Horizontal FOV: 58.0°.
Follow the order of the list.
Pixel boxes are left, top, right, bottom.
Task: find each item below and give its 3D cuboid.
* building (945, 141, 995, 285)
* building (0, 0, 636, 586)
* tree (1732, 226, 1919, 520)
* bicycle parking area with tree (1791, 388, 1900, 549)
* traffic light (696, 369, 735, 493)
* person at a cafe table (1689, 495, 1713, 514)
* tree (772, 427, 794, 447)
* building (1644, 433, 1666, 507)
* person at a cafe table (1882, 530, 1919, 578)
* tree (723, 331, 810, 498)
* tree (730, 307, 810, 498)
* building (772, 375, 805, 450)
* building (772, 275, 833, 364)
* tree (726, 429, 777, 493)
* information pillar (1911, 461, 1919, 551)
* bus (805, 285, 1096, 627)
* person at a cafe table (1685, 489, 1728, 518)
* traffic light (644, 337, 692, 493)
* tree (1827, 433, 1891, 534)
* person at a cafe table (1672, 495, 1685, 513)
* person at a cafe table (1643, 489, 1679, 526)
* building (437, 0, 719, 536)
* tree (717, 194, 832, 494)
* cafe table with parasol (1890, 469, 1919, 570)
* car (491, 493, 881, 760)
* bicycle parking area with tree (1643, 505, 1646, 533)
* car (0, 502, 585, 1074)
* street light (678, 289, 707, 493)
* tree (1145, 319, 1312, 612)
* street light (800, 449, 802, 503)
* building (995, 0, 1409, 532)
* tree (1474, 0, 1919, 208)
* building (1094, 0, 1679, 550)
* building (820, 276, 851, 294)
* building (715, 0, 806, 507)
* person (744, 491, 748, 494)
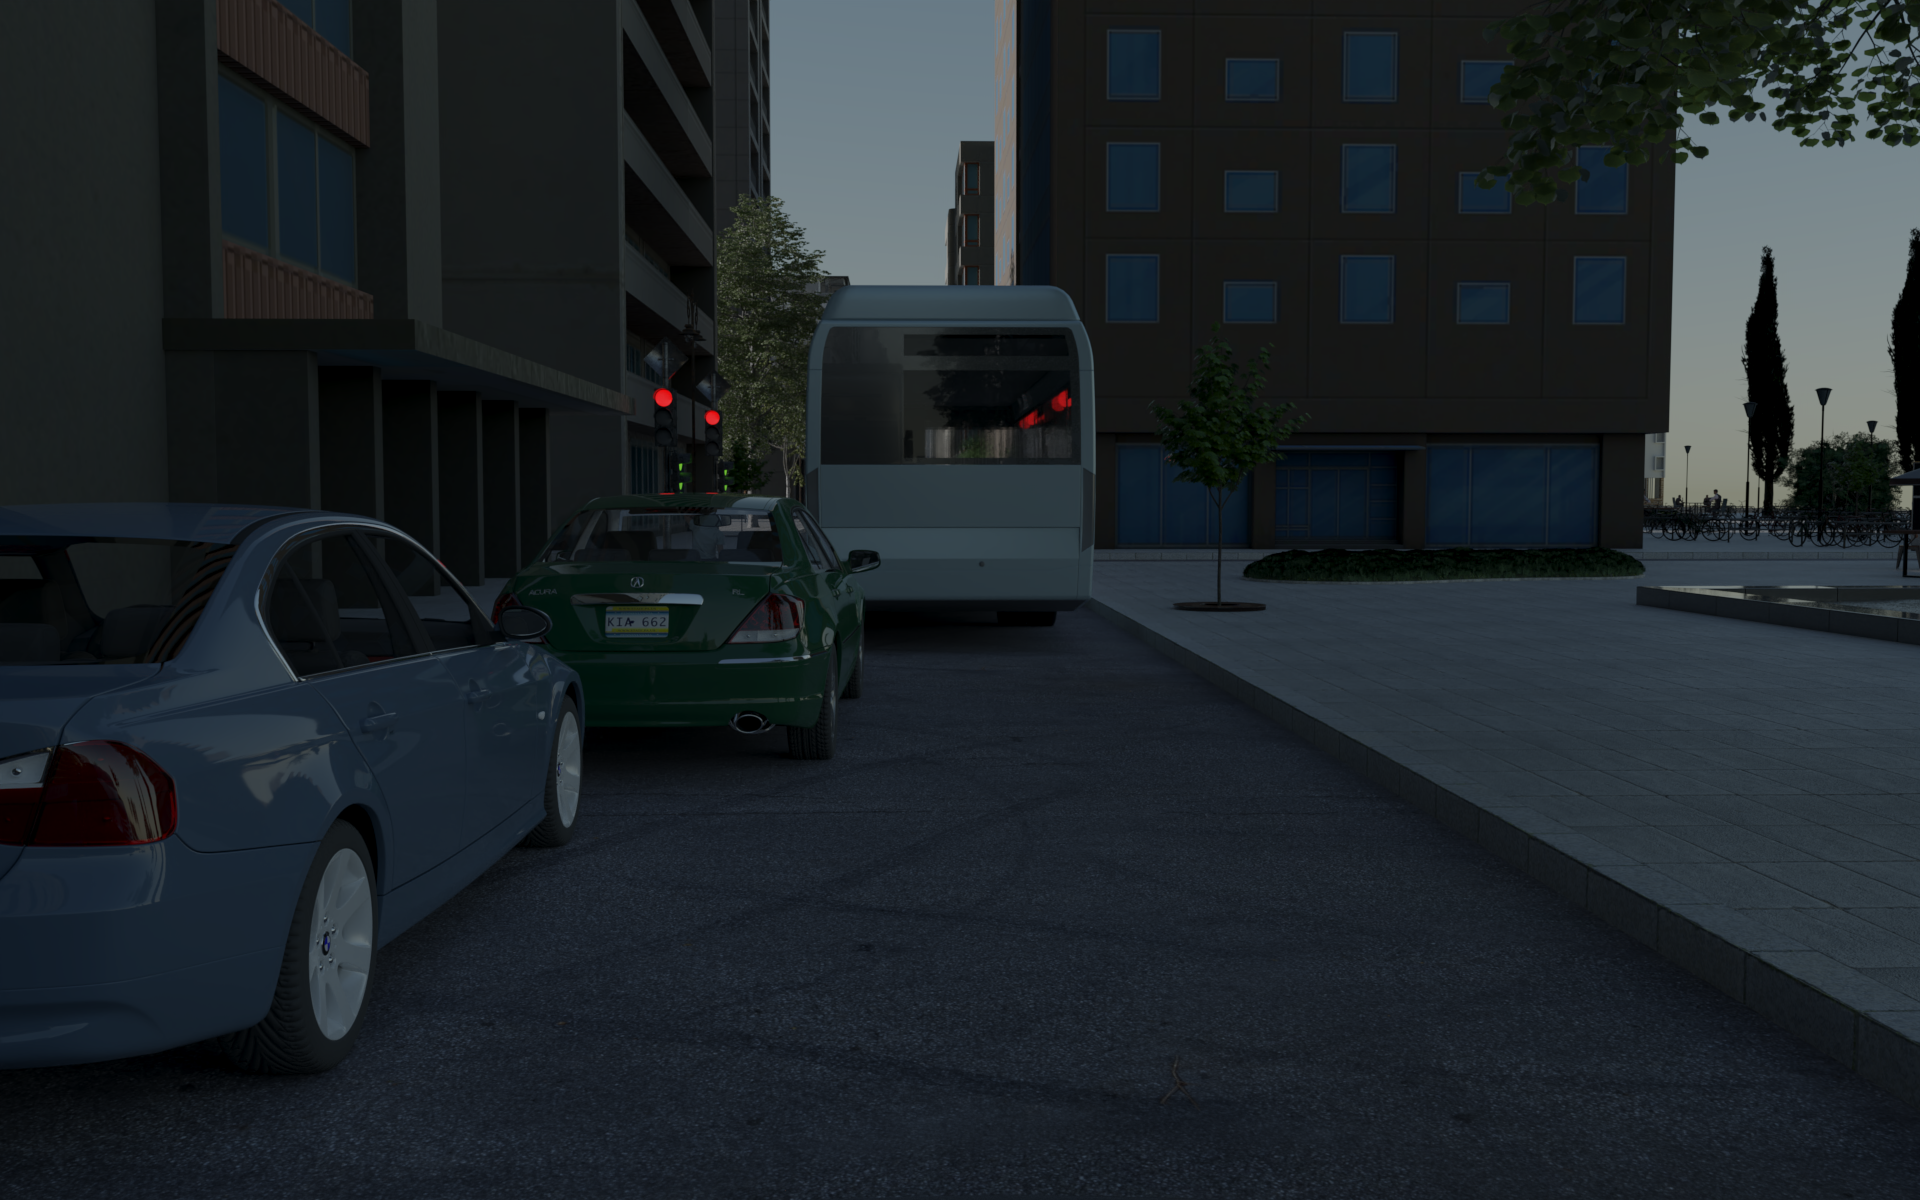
[{"bbox_3d":[13.338,-15.590,99.932,27.650,21.520,28.899,0,4,-2],"label":"building"},{"bbox_3d":[-19.919,-22.285,18.979,28.867,44.769,22.147,0,4,-2],"label":"building"},{"bbox_3d":[48.560,-11.479,89.505,18.604,14.587,13.155,-2,4,-24],"label":"tree"},{"bbox_3d":[23.339,-3.502,44.255,9.016,4.147,8.231,1,4,9],"label":"bicycle parking area with tree"},{"bbox_3d":[-5.504,-3.058,38.917,0.839,4.253,0.868,0,4,-2],"label":"traffic light"},{"bbox_3d":[47.610,-6.095,110.519,1.698,1.238,1.726,2,4,32],"label":"person at a cafe table"},{"bbox_3d":[-12.066,-9.880,111.908,4.360,8.622,3.978,0,3,0],"label":"tree"},{"bbox_3d":[66.701,-20.104,185.114,11.380,20.091,16.016,0,4,-2],"label":"building"},{"bbox_3d":[15.297,-0.936,26.167,1.698,1.238,1.726,-1,4,-18],"label":"person at a cafe table"},{"bbox_3d":[-7.029,-7.504,73.057,4.737,8.622,4.395,0,3,0],"label":"tree"},{"bbox_3d":[-8.291,-9.240,85.479,8.767,10.594,7.601,0,4,1],"label":"tree"},{"bbox_3d":[-13.800,-11.391,128.386,9.099,9.664,28.070,0,4,-2],"label":"building"},{"bbox_3d":[-18.450,-17.810,147.606,16.016,20.091,11.380,0,4,-2],"label":"building"},{"bbox_3d":[-6.528,-3.480,51.505,1.663,3.219,1.824,0,3,0],"label":"tree"},{"bbox_3d":[21.626,-2.106,38.920,0.304,2.012,0.304,-1,4,-17],"label":"information pillar"},{"bbox_3d":[-0.256,-1.654,21.901,2.948,3.499,13.247,0,4,-2],"label":"bus"},{"bbox_3d":[36.536,-4.645,84.460,1.698,1.524,1.622,-3,5,-41],"label":"person at a cafe table"},{"bbox_3d":[-5.227,-2.570,30.937,0.839,4.253,0.868,0,4,-2],"label":"traffic light"},{"bbox_3d":[28.314,-3.689,54.920,1.663,3.219,1.824,0,3,0],"label":"tree"},{"bbox_3d":[47.493,-6.261,113.222,1.726,1.238,1.698,0,4,2],"label":"person at a cafe table"},{"bbox_3d":[28.018,-3.786,70.409,1.698,1.524,1.622,-2,4,-35],"label":"person at a cafe table"},{"bbox_3d":[-18.664,-25.948,47.948,21.300,48.544,21.600,0,4,-2],"label":"building"},{"bbox_3d":[-7.695,-9.022,65.637,7.486,12.596,7.792,0,3,0],"label":"tree"},{"bbox_3d":[16.706,-1.478,29.026,2.610,1.966,2.610,0,4,-2],"label":"cafe table with parasol"},{"bbox_3d":[-1.582,0.063,10.765,2.131,1.459,4.920,0,4,0],"label":"car"},{"bbox_3d":[22.313,-4.041,53.080,8.231,4.147,9.016,-1,4,-9],"label":"bicycle parking area with tree"},{"bbox_3d":[-2.425,0.394,5.556,2.014,1.417,4.499,0,4,-1],"label":"car"},{"bbox_3d":[-6.023,-4.058,39.144,0.468,5.910,1.993,0,4,-2],"label":"street light"},{"bbox_3d":[2.802,-1.513,19.347,1.663,3.219,1.824,0,3,0],"label":"tree"},{"bbox_3d":[-7.377,-6.561,80.055,0.468,5.910,1.993,0,4,-2],"label":"street light"},{"bbox_3d":[8.678,-25.653,69.533,14.600,45.320,14.200,0,4,-2],"label":"building"},{"bbox_3d":[4.834,-5.400,6.425,7.486,12.596,7.792,0,3,0],"label":"tree"},{"bbox_3d":[9.056,-24.180,45.450,14.200,45.320,14.600,0,4,-2],"label":"building"},{"bbox_3d":[-27.208,-20.290,175.722,32.646,21.610,27.936,0,4,-2],"label":"building"},{"bbox_3d":[-19.085,-40.303,97.214,20.563,71.187,20.611,0,4,-2],"label":"building"},{"bbox_3d":[-9.088,-3.936,73.637,0.726,1.435,0.776,0,4,-1],"label":"person"}]
